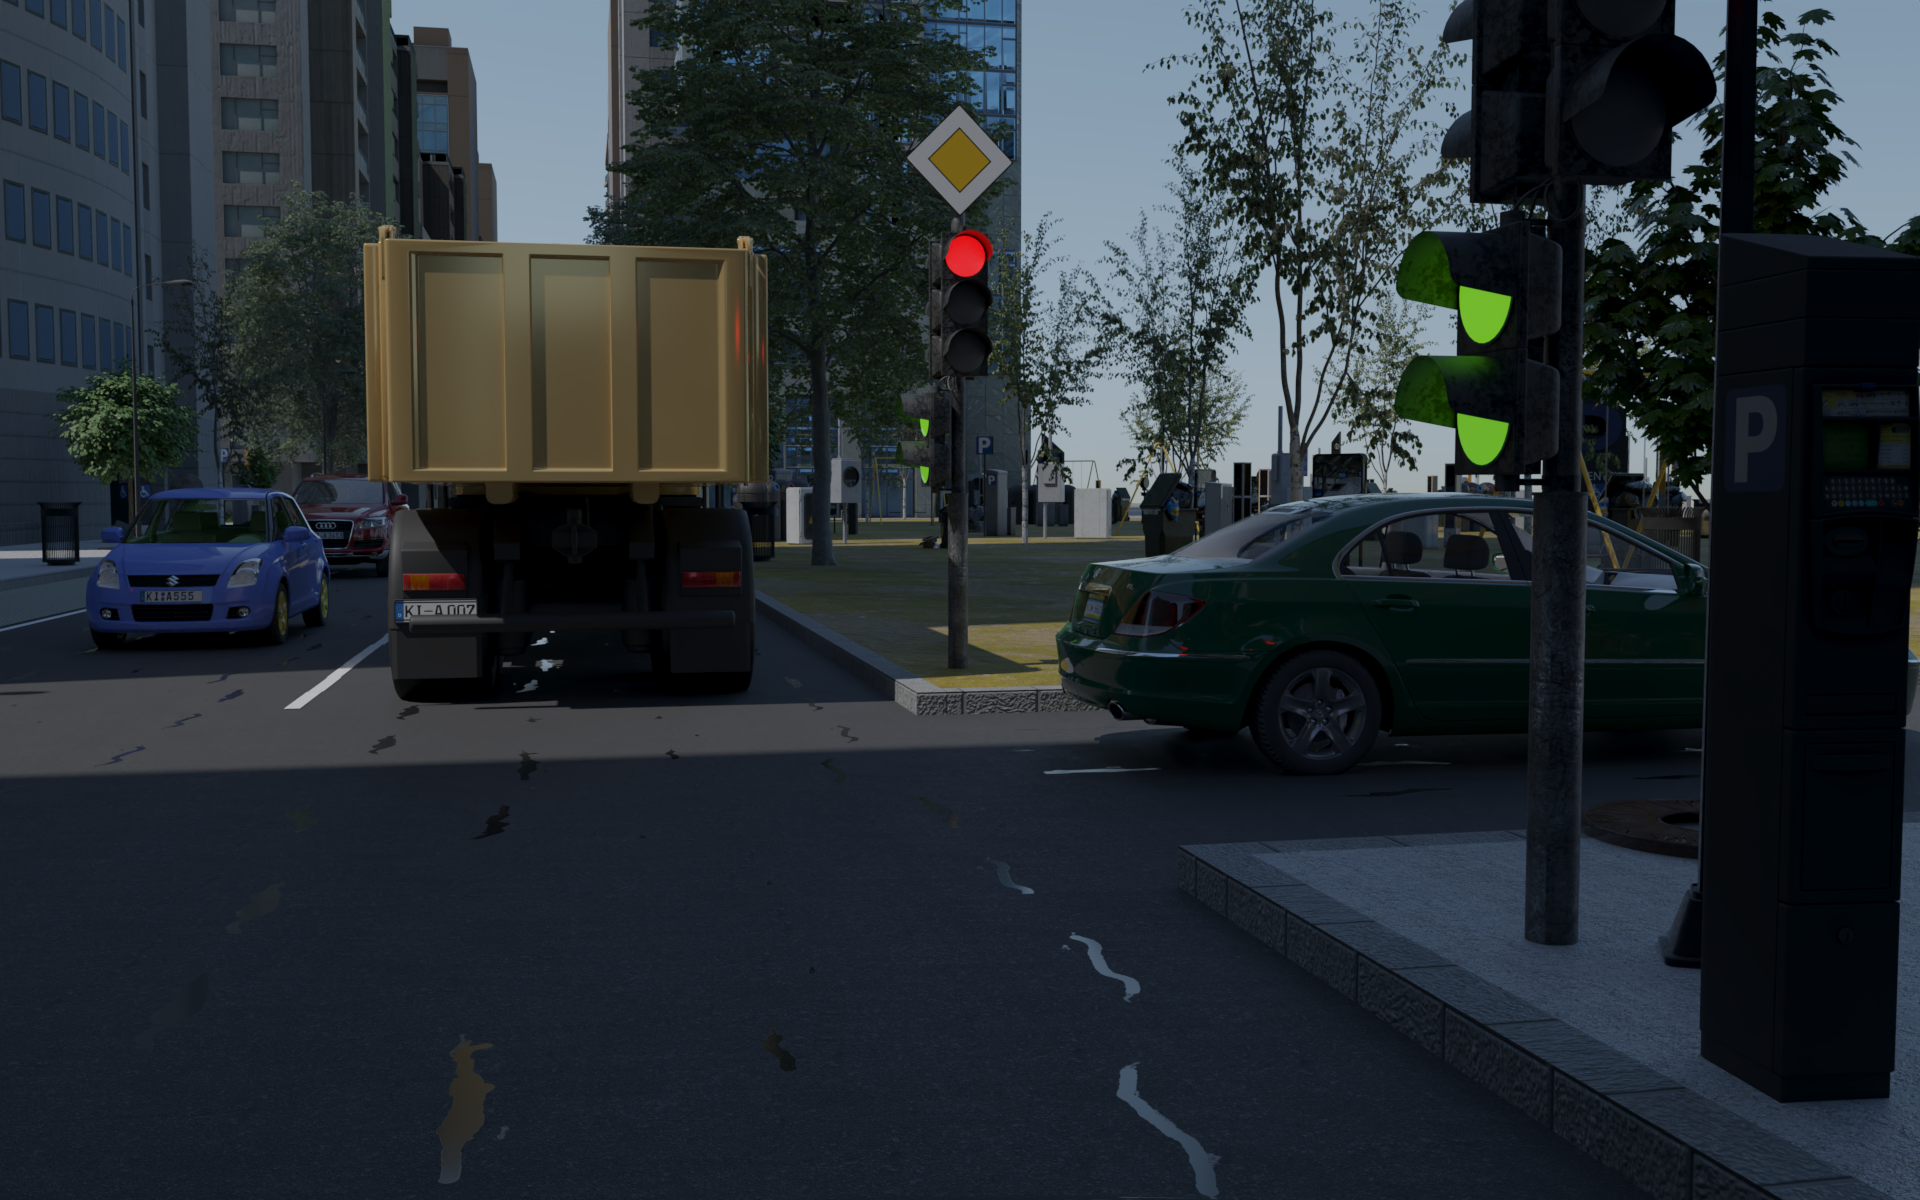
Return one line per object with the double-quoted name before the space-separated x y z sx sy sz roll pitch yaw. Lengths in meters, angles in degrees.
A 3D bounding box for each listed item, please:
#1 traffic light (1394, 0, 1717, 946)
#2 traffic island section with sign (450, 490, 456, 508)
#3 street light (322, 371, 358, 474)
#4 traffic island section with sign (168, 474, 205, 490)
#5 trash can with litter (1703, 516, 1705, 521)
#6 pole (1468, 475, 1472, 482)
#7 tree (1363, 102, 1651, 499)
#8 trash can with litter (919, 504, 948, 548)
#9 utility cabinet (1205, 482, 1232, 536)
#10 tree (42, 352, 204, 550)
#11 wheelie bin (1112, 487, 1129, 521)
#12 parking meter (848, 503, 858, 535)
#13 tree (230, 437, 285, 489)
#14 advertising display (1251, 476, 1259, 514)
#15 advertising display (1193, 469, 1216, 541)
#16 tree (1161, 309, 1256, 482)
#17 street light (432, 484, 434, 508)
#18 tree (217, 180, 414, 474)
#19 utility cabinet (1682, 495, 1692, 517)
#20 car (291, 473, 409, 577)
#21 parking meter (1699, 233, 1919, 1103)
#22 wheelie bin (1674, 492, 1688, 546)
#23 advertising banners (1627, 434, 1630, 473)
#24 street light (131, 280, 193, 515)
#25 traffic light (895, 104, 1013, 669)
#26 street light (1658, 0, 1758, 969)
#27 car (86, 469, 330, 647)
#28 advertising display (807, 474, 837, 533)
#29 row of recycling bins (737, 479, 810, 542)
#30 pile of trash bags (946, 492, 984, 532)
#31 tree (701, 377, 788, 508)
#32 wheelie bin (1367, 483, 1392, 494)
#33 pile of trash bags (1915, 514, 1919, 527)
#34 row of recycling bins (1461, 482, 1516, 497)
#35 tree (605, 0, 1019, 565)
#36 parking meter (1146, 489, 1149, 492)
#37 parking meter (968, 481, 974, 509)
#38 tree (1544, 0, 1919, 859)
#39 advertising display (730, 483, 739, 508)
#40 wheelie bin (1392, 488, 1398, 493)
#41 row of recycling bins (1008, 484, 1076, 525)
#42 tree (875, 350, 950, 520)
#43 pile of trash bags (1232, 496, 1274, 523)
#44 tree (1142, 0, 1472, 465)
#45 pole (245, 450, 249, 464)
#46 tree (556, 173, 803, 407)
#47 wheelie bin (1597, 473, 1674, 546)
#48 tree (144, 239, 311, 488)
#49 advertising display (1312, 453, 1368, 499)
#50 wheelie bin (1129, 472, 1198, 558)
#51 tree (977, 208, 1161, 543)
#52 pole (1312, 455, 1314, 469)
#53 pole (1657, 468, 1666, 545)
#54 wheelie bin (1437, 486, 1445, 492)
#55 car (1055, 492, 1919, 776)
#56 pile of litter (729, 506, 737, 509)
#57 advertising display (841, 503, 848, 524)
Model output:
"traffic light" 1.684 -0.976 4.872 0.839 4.253 0.868 -1 4 -12
"traffic island section with sign" -30.919 -5.983 106.445 1.989 1.847 2.006 -1 4 -12
"street light" -23.342 -5.667 65.190 1.470 5.913 1.316 -1 4 -12
"traffic island section with sign" -14.699 -1.480 32.825 1.989 1.847 2.006 -1 4 -12
"trash can with litter" 36.181 -4.385 83.083 1.055 1.170 0.624 2 4 33
"pole" 26.731 -5.933 90.840 0.158 3.312 0.155 0 3 0
"tree" 10.139 -4.885 30.230 4.737 8.622 4.395 0 3 0
"trash can with litter" -0.458 -1.806 40.910 1.055 1.170 0.624 1 4 19
"utility cabinet" 4.756 -1.413 31.784 0.318 1.500 1.173 1 4 18
"tree" -19.358 -3.451 40.143 4.285 4.588 4.351 0 3 0
"wheelie bin" 7.602 -4.530 81.980 0.980 1.594 0.693 -3 4 -37
"parking meter" -3.392 -3.010 54.920 0.255 1.863 0.399 0 4 7
"tree" -23.345 -3.842 57.414 1.663 3.219 1.824 0 3 0
"advertising display" 10.632 -3.442 61.492 0.123 1.923 0.974 -3 5 -42
"advertising display" 6.318 -2.418 44.749 0.123 1.923 0.974 3 4 39
"tree" 8.729 -7.203 68.124 4.737 8.622 4.395 0 3 0
"street light" -33.663 -8.554 112.400 1.470 5.913 1.316 -1 4 -12
"tree" -26.412 -10.130 72.278 9.857 13.997 8.962 0 3 0
"utility cabinet" 32.686 -4.125 78.608 0.306 1.237 1.020 -1 4 -23
"car" -11.152 -1.395 31.487 2.281 1.827 5.304 -1 4 -12
"parking meter" 1.833 0.120 3.748 0.255 1.863 0.399 0 4 -7
"wheelie bin" 17.390 -2.120 42.577 0.980 1.594 0.693 0 4 2
"advertising banners" 19.130 -3.249 49.309 0.090 3.025 2.074 1 4 12
"street light" -17.319 -3.979 37.601 1.470 5.913 1.316 -1 4 -12
"traffic light" -0.034 -1.453 12.670 0.839 4.253 0.868 -1 4 -12
"street light" 1.562 -1.955 4.502 1.470 5.913 1.316 -1 4 -12
"car" -7.488 -0.480 17.445 1.945 1.707 3.694 -1 4 -11
"advertising display" -4.520 -3.151 56.740 0.974 1.923 0.123 -1 4 -20
"row of recycling bins" -5.118 -2.471 47.510 1.069 1.692 3.534 1 4 20
"pile of trash bags" 0.344 -3.050 59.621 1.912 1.369 3.447 -2 4 -25
"tree" -5.445 -3.438 39.931 4.285 4.588 4.351 0 3 0
"wheelie bin" 11.313 -2.444 47.870 0.693 1.594 0.980 3 5 43
"pile of trash bags" 36.421 -3.498 66.945 3.447 1.369 1.912 -3 4 -38
"row of recycling bins" 17.882 -3.216 59.691 3.534 1.692 1.069 -3 4 -39
"tree" -2.640 -6.876 30.543 7.486 12.596 7.792 0 3 0
"parking meter" 10.106 -5.128 92.257 0.372 1.533 0.369 0 3 0
"parking meter" 0.482 -4.270 75.522 0.255 1.863 0.399 0 4 -3
"tree" 2.926 -0.714 6.280 1.663 3.219 1.824 0 3 0
"advertising display" -9.299 -4.170 73.401 0.974 1.923 0.123 -3 5 -44
"wheelie bin" 21.504 -4.803 86.442 0.693 1.594 0.980 2 4 32
"row of recycling bins" 3.559 -4.070 73.655 3.534 1.692 1.069 -3 4 -37
"tree" -2.575 -8.331 86.572 4.360 8.622 3.978 0 3 0
"pile of trash bags" 7.629 -2.216 45.981 1.912 1.369 3.447 1 4 16
"tree" 3.982 -4.220 19.365 4.360 8.622 3.978 0 3 0
"pole" -32.912 -5.274 80.077 0.158 3.312 0.155 0 3 0
"tree" -10.772 -9.699 65.234 9.857 13.997 8.962 0 3 0
"wheelie bin" 10.029 -1.105 25.983 0.980 1.594 0.693 -2 4 -27
"tree" -21.621 -6.158 51.049 4.360 8.622 3.978 0 3 0
"advertising display" 6.010 -1.361 27.463 0.123 1.923 0.974 -3 5 -41
"wheelie bin" 3.071 -1.074 25.472 0.693 1.594 0.980 -1 4 -23
"tree" 1.904 -5.790 45.035 4.737 8.622 4.395 0 3 0
"pole" 18.313 -5.856 89.593 0.158 3.312 0.155 0 3 0
"pole" 16.129 -2.811 39.804 0.158 3.312 0.155 0 3 0
"wheelie bin" 18.914 -3.642 67.461 0.980 1.594 0.693 -3 4 -38
"car" 3.008 0.116 9.900 4.920 1.459 2.131 -1 4 -11
"pile of litter" -8.154 -3.068 64.119 1.176 0.858 1.719 2 4 30
"advertising display" -4.803 -4.217 74.155 0.123 1.923 0.974 -3 4 -37
